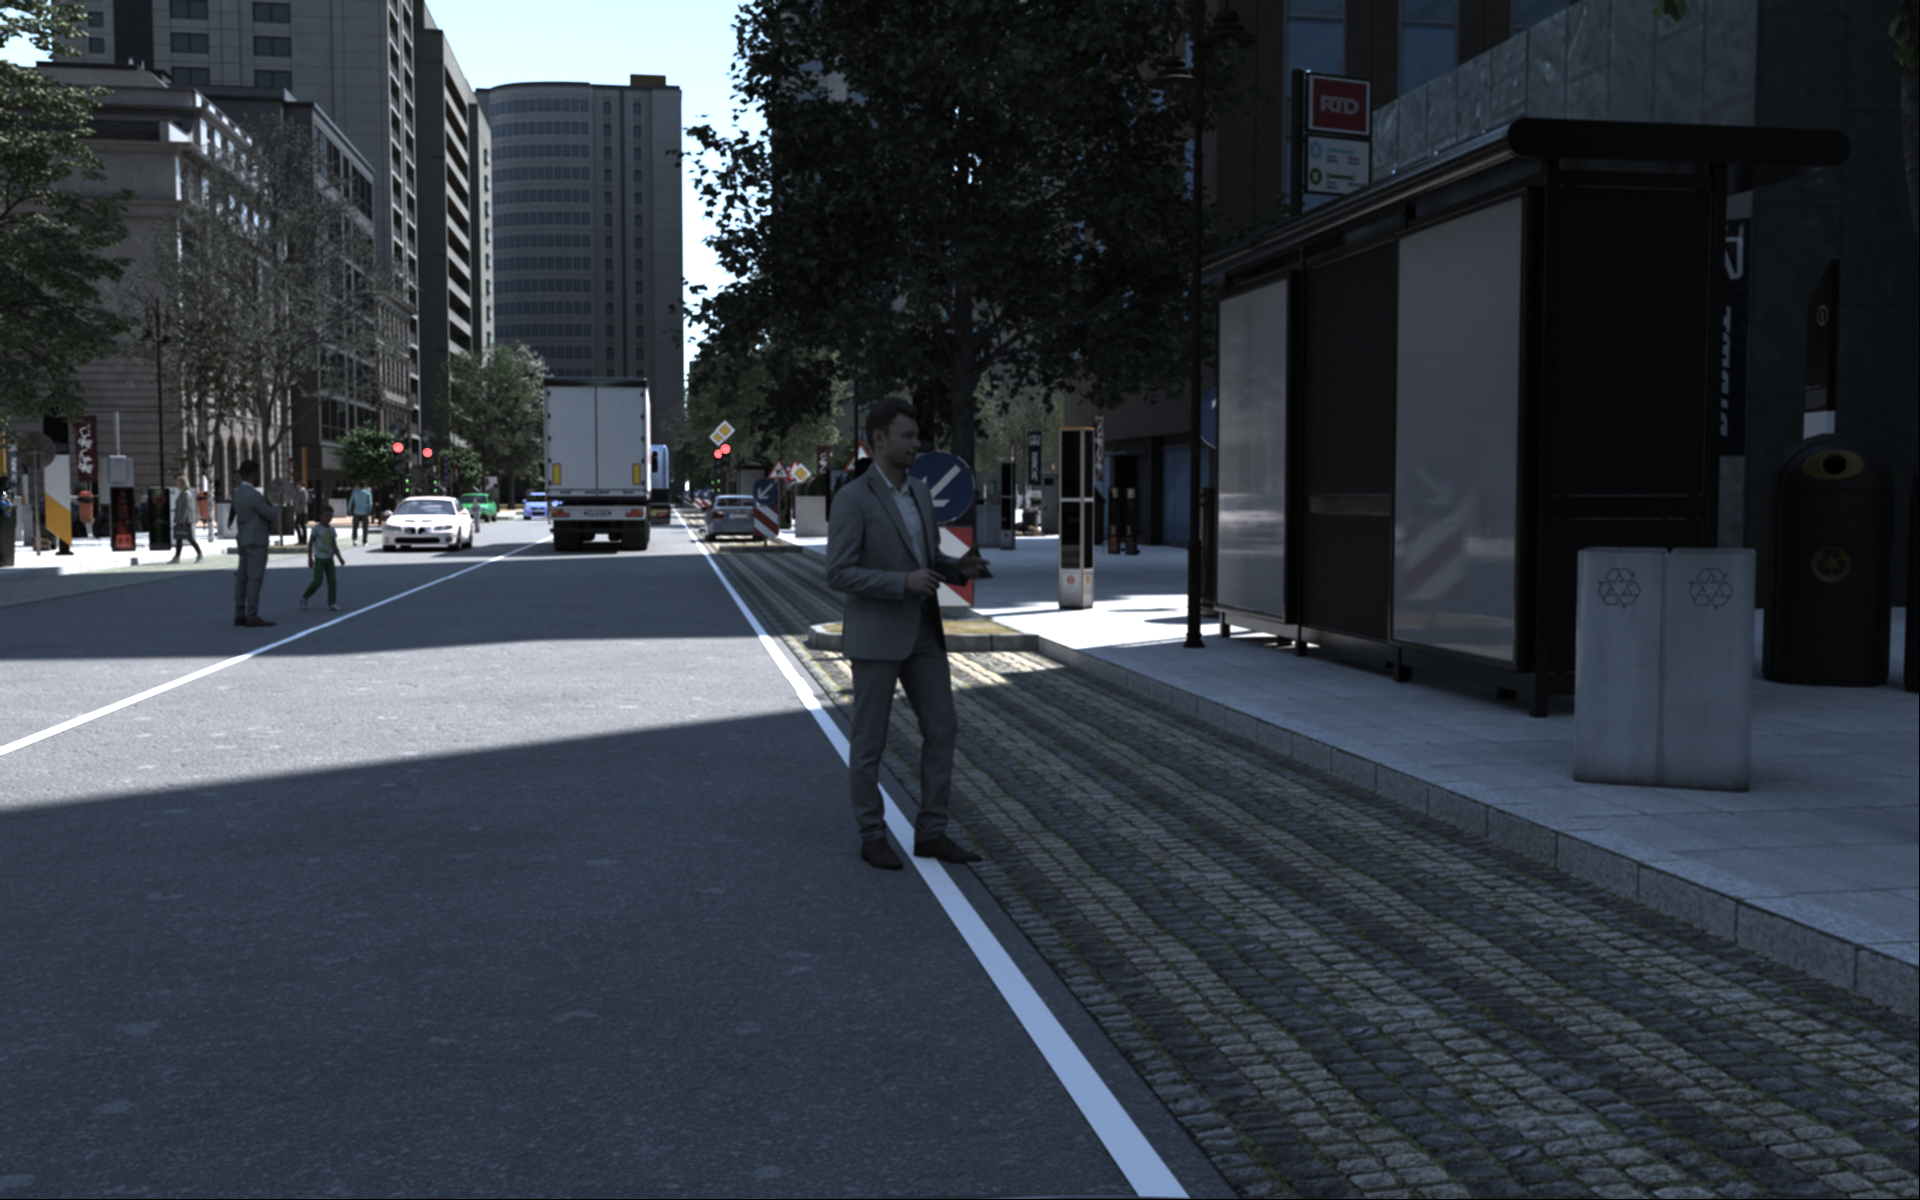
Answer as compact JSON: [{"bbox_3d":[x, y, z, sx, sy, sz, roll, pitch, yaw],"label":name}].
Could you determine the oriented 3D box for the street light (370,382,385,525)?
[{"bbox_3d":[-23.959,-6.028,71.347,0.468,5.910,1.993,-1,4,-10],"label":"street light"}]

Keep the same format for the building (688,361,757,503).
[{"bbox_3d":[-25.118,-25.037,254.398,28.899,21.520,27.650,-1,4,-10],"label":"building"}]

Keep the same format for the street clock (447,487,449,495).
[{"bbox_3d":[-39.870,-7.990,135.214,0.358,2.002,0.471,0,4,5],"label":"street clock"}]

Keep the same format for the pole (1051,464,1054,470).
[{"bbox_3d":[6.313,-7.581,117.784,0.158,3.312,0.155,0,3,0],"label":"pole"}]

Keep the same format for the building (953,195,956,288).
[{"bbox_3d":[-2.066,-36.736,250.745,14.200,45.320,14.600,-1,4,-10],"label":"building"}]

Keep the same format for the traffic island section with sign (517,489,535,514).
[{"bbox_3d":[-30.342,-6.962,122.453,1.989,1.847,2.006,-1,4,-10],"label":"traffic island section with sign"}]

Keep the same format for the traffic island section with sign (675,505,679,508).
[{"bbox_3d":[-27.433,-10.115,174.004,1.989,1.847,2.006,-1,4,-10],"label":"traffic island section with sign"}]

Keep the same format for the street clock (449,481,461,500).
[{"bbox_3d":[-27.821,-5.577,95.748,0.358,2.002,0.471,1,4,19],"label":"street clock"}]

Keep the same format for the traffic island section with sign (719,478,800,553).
[{"bbox_3d":[-4.986,-2.106,43.067,1.989,1.847,2.006,-1,4,-10],"label":"traffic island section with sign"}]

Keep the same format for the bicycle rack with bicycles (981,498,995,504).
[{"bbox_3d":[3.139,-8.375,150.312,2.852,0.926,2.925,0,4,-7],"label":"bicycle rack with bicycles"}]

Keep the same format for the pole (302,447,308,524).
[{"bbox_3d":[-28.425,-4.973,75.160,0.158,3.312,0.155,0,3,0],"label":"pole"}]

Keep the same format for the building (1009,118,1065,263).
[{"bbox_3d":[14.987,-36.038,212.916,21.600,48.544,21.300,-1,4,-10],"label":"building"}]

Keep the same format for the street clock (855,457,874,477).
[{"bbox_3d":[-1.838,-1.823,34.381,0.471,2.002,0.358,0,4,4],"label":"street clock"}]

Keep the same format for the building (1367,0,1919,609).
[{"bbox_3d":[20.569,-42.874,13.658,22.319,86.520,31.000,-1,4,-10],"label":"building"}]

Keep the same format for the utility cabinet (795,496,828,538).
[{"bbox_3d":[-4.370,-2.453,51.265,1.020,1.237,0.306,0,4,-4],"label":"utility cabinet"}]

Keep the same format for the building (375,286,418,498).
[{"bbox_3d":[-48.179,-16.399,132.745,10.561,19.102,19.286,-1,4,-10],"label":"building"}]

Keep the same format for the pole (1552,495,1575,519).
[{"bbox_3d":[5.451,-1.333,15.644,0.158,3.312,0.155,0,3,0],"label":"pole"}]

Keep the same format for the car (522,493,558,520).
[{"bbox_3d":[-23.551,-5.358,97.198,1.945,1.707,3.694,-1,4,-10],"label":"car"}]

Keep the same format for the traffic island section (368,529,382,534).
[{"bbox_3d":[-20.584,-2.534,63.710,2.009,0.180,2.903,-1,4,-10],"label":"traffic island section"}]

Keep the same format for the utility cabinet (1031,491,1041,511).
[{"bbox_3d":[5.781,-7.557,132.235,0.318,1.500,1.173,-3,5,-42],"label":"utility cabinet"}]

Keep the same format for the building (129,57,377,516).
[{"bbox_3d":[-46.440,-19.410,110.854,14.314,27.812,24.014,-1,4,-10],"label":"building"}]

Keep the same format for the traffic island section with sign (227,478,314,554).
[{"bbox_3d":[-16.551,-2.046,42.088,1.989,1.847,2.006,-1,4,-10],"label":"traffic island section with sign"}]

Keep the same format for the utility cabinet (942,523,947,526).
[{"bbox_3d":[-0.371,-2.013,41.590,0.318,1.500,1.173,3,5,43],"label":"utility cabinet"}]

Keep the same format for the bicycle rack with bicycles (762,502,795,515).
[{"bbox_3d":[-8.340,-4.017,79.062,2.852,0.926,2.925,-1,4,-15],"label":"bicycle rack with bicycles"}]

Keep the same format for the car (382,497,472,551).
[{"bbox_3d":[-13.748,-1.987,44.857,2.083,1.381,4.827,-1,4,-10],"label":"car"}]

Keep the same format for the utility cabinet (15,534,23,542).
[{"bbox_3d":[-25.807,-2.166,46.569,1.020,1.237,0.306,-2,4,-29],"label":"utility cabinet"}]

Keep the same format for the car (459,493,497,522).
[{"bbox_3d":[-24.683,-4.858,88.217,1.959,1.807,4.718,-1,4,-8],"label":"car"}]

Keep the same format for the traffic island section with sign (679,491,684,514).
[{"bbox_3d":[-19.150,-7.157,125.643,1.989,1.847,2.006,-1,4,-10],"label":"traffic island section with sign"}]

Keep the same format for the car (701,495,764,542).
[{"bbox_3d":[-6.924,-2.521,53.226,2.014,1.417,4.499,-1,4,-10],"label":"car"}]

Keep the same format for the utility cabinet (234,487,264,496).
[{"bbox_3d":[-23.456,-2.966,57.176,0.318,1.500,1.173,1,4,13],"label":"utility cabinet"}]

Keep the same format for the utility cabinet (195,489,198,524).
[{"bbox_3d":[-33.265,-3.998,74.044,1.173,1.500,0.318,-2,4,-33],"label":"utility cabinet"}]

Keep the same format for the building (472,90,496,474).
[{"bbox_3d":[-65.170,-35.129,198.053,21.600,48.544,21.300,-1,4,-10],"label":"building"}]

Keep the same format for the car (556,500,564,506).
[{"bbox_3d":[-24.406,-5.942,106.743,1.945,1.707,3.694,-1,4,-11],"label":"car"}]

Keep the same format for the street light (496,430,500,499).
[{"bbox_3d":[-32.645,-9.146,122.328,0.468,5.910,1.993,-1,4,-10],"label":"street light"}]

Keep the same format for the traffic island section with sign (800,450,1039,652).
[{"bbox_3d":[-0.420,-0.479,16.463,1.989,1.847,2.006,-1,4,-10],"label":"traffic island section with sign"}]

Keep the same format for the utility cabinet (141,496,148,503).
[{"bbox_3d":[-34.753,-3.862,74.301,1.020,1.237,0.306,3,4,39],"label":"utility cabinet"}]

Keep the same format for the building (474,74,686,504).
[{"bbox_3d":[-53.375,-42.989,244.874,28.212,58.520,21.231,-1,4,-10],"label":"building"}]

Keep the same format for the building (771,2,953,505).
[{"bbox_3d":[-11.550,-40.439,203.169,21.231,58.520,28.212,-1,4,-10],"label":"building"}]

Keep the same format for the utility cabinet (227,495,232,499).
[{"bbox_3d":[-34.261,-4.347,82.228,0.306,1.237,1.020,2,4,27],"label":"utility cabinet"}]

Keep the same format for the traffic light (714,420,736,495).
[{"bbox_3d":[-8.904,-4.689,65.587,0.839,4.253,0.868,-1,4,-10],"label":"traffic light"}]

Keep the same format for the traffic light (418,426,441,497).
[{"bbox_3d":[-21.893,-5.048,71.452,0.839,4.253,0.868,-1,4,-10],"label":"traffic light"}]

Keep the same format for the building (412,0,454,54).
[{"bbox_3d":[-61.009,-33.598,173.035,21.300,48.544,21.600,-1,4,-10],"label":"building"}]

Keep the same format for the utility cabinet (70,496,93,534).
[{"bbox_3d":[-28.230,-2.695,55.226,1.020,1.237,0.306,-3,5,-43],"label":"utility cabinet"}]

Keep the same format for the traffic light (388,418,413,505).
[{"bbox_3d":[-20.543,-4.566,63.582,0.839,4.253,0.868,-1,4,-10],"label":"traffic light"}]

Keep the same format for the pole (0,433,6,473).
[{"bbox_3d":[-31.743,-3.890,57.452,0.158,3.312,0.155,0,3,0],"label":"pole"}]

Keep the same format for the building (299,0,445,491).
[{"bbox_3d":[-56.627,-43.615,151.350,20.563,71.187,20.611,-1,4,-10],"label":"building"}]

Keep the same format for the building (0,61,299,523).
[{"bbox_3d":[-42.476,-15.020,87.372,13.314,21.916,24.055,-1,4,-10],"label":"building"}]

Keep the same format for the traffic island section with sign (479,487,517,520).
[{"bbox_3d":[-25.782,-5.337,95.885,1.989,1.847,2.006,-1,4,-10],"label":"traffic island section with sign"}]

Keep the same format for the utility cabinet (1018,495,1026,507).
[{"bbox_3d":[5.519,-8.502,150.175,1.020,1.237,0.306,0,4,6],"label":"utility cabinet"}]

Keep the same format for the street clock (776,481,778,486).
[{"bbox_3d":[-9.138,-5.136,88.544,0.471,2.002,0.358,-1,4,-21],"label":"street clock"}]

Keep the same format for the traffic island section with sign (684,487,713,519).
[{"bbox_3d":[-14.583,-5.529,99.019,1.989,1.847,2.006,-1,4,-10],"label":"traffic island section with sign"}]

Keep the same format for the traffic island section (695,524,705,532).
[{"bbox_3d":[-10.213,-3.137,73.579,2.009,0.180,2.903,-1,4,-10],"label":"traffic island section"}]

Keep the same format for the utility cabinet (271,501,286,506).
[{"bbox_3d":[-23.749,-2.965,59.633,1.020,1.237,0.306,0,3,0],"label":"utility cabinet"}]

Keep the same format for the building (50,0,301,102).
[{"bbox_3d":[-86.998,-46.247,194.389,20.611,71.187,20.563,-1,4,-10],"label":"building"}]

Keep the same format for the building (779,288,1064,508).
[{"bbox_3d":[-3.722,-20.285,176.705,27.650,21.520,28.899,-1,4,-10],"label":"building"}]

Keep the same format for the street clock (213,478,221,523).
[{"bbox_3d":[-33.438,-4.490,77.975,0.358,2.002,0.471,-1,4,-21],"label":"street clock"}]

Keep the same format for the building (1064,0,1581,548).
[{"bbox_3d":[11.085,-24.108,44.282,14.600,45.320,14.200,-1,4,-10],"label":"building"}]

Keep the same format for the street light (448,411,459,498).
[{"bbox_3d":[-28.320,-7.597,96.991,0.468,5.910,1.993,-1,4,-10],"label":"street light"}]

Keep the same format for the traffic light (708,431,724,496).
[{"bbox_3d":[-10.254,-5.170,73.458,0.839,4.253,0.868,-1,4,-10],"label":"traffic light"}]
